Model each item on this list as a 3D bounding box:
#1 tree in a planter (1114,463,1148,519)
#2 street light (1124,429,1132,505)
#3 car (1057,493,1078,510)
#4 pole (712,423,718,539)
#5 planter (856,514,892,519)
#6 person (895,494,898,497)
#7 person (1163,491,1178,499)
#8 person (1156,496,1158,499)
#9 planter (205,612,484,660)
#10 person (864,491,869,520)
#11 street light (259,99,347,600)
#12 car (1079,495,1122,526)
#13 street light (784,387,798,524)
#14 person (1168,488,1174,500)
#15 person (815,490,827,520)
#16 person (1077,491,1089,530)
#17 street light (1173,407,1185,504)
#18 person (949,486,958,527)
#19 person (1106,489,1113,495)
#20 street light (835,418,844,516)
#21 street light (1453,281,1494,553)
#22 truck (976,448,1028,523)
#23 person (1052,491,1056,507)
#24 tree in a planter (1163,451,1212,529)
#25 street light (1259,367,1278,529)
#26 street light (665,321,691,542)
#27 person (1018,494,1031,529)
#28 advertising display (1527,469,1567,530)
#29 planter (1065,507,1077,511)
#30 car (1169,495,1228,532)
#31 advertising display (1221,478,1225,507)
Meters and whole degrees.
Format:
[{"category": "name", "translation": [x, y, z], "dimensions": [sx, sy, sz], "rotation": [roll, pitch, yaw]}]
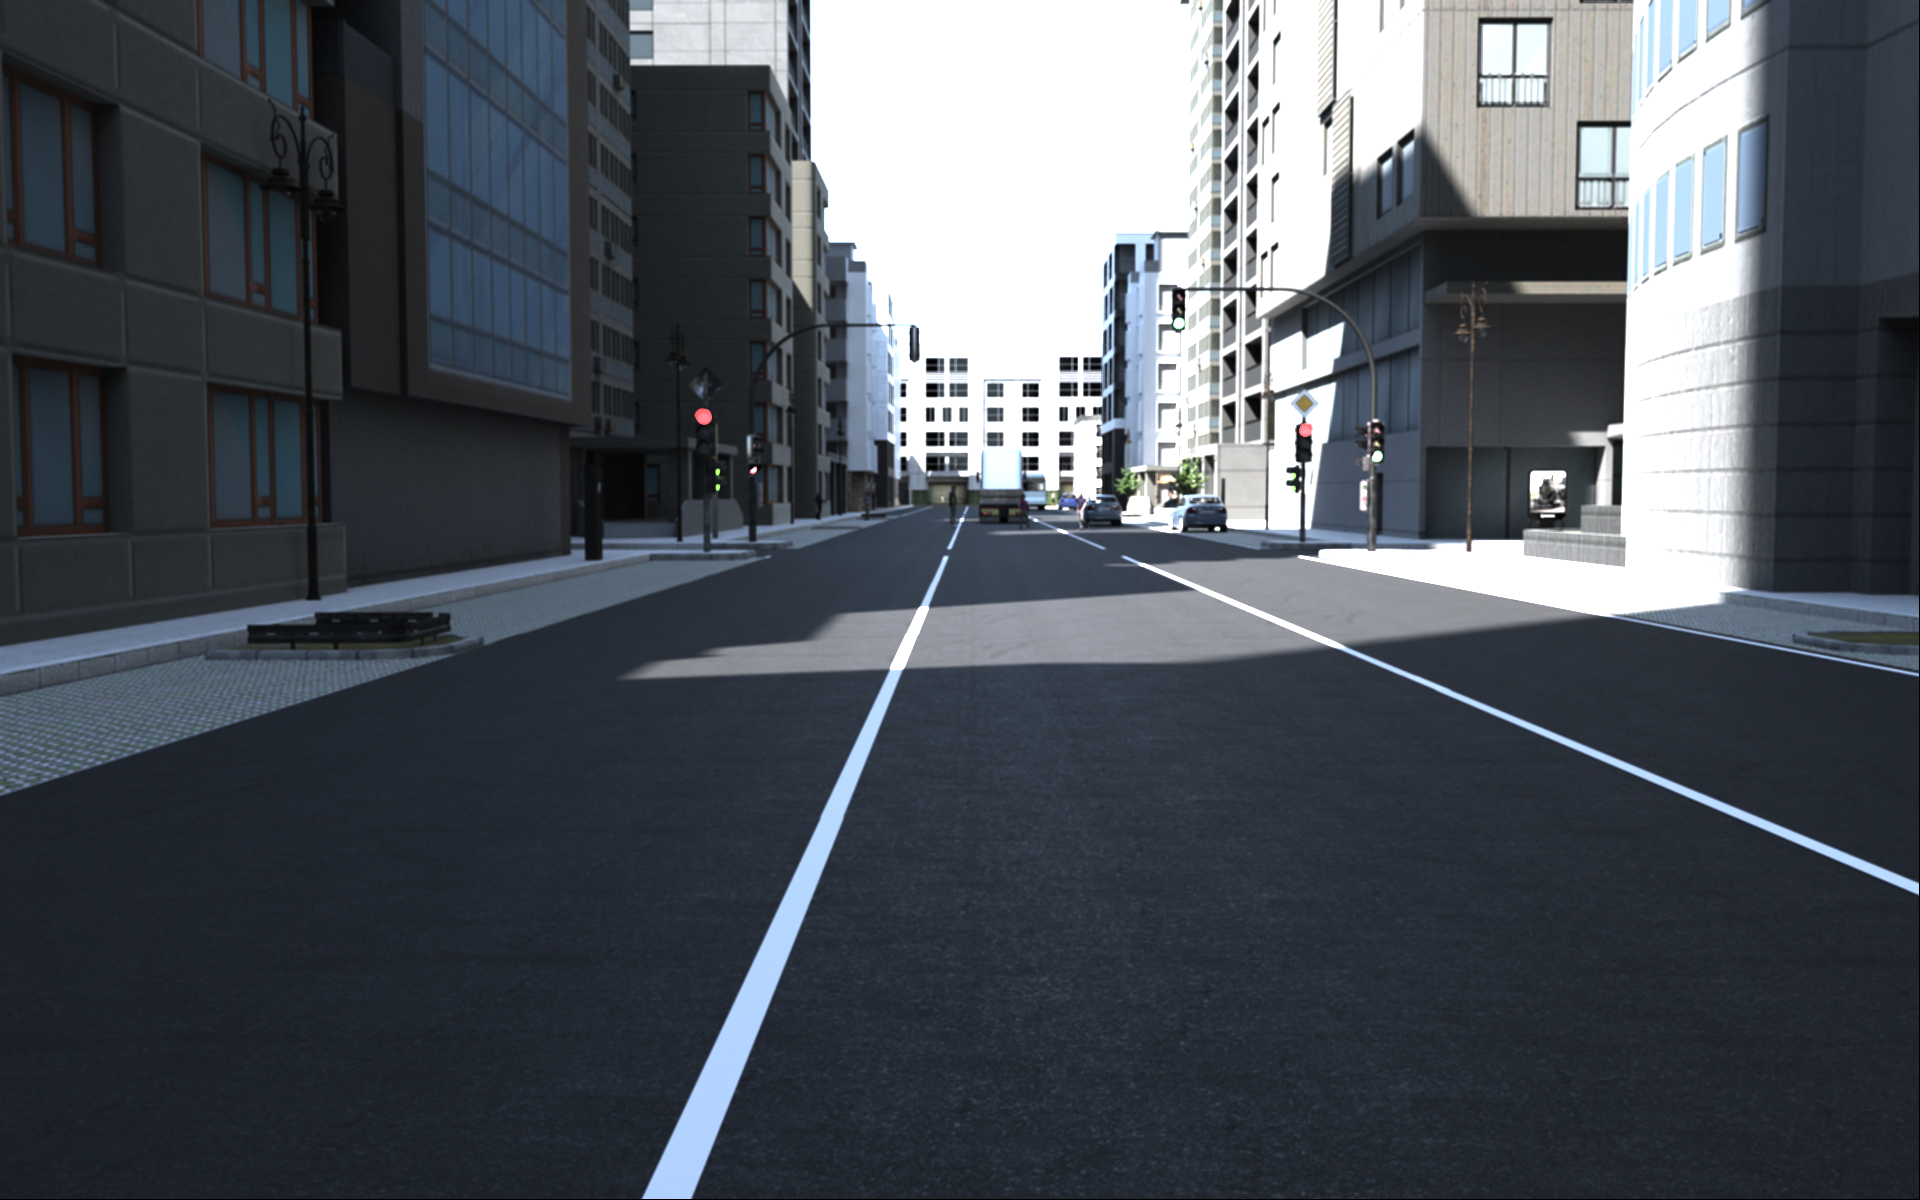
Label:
[{"category": "tree in a planter", "translation": [9.576, -6.164, 98.004], "dimensions": [1.991, 3.239, 1.994], "rotation": [0, 4, 0]}, {"category": "street light", "translation": [11.701, -9.042, 120.630], "dimensions": [0.468, 5.910, 1.993], "rotation": [0, 4, 0]}, {"category": "car", "translation": [9.802, -9.006, 156.838], "dimensions": [1.945, 1.707, 3.694], "rotation": [0, 4, -1]}, {"category": "pole", "translation": [-7.070, -3.431, 49.947], "dimensions": [0.158, 3.312, 0.155], "rotation": [0, 3, 0]}, {"category": "planter", "translation": [-4.860, -4.713, 98.205], "dimensions": [1.991, 0.319, 1.994], "rotation": [0, 4, 0]}, {"category": "person", "translation": [-7.075, -10.680, 181.379], "dimensions": [1.217, 1.735, 0.721], "rotation": [-1, 4, -17]}, {"category": "person", "translation": [15.112, -7.178, 124.125], "dimensions": [1.217, 1.735, 0.721], "rotation": [-1, 4, -14]}, {"category": "person", "translation": [13.711, -7.192, 123.649], "dimensions": [0.705, 1.821, 1.348], "rotation": [3, 5, 41]}, {"category": "planter", "translation": [-5.481, 0.325, 15.819], "dimensions": [1.991, 0.319, 1.994], "rotation": [0, 4, 0]}, {"category": "person", "translation": [-5.121, -5.147, 94.724], "dimensions": [0.319, 1.574, 0.516], "rotation": [-1, 4, -13]}, {"category": "street light", "translation": [-7.841, -2.938, 20.829], "dimensions": [0.468, 5.910, 1.993], "rotation": [0, 4, 0]}, {"category": "car", "translation": [6.432, -4.122, 79.401], "dimensions": [2.014, 1.417, 4.499], "rotation": [0, 3, 0]}, {"category": "street light", "translation": [-7.285, -6.253, 75.026], "dimensions": [0.468, 5.910, 1.993], "rotation": [0, 4, 0]}, {"category": "person", "translation": [14.970, -7.096, 122.778], "dimensions": [0.721, 1.735, 1.217], "rotation": [-1, 4, -8]}, {"category": "person", "translation": [-7.003, -4.793, 87.098], "dimensions": [0.600, 1.496, 0.574], "rotation": [0, 4, -2]}, {"category": "person", "translation": [4.860, -3.520, 68.254], "dimensions": [0.471, 1.553, 0.569], "rotation": [0, 4, -4]}, {"category": "street light", "translation": [11.580, -7.271, 91.665], "dimensions": [0.468, 5.910, 1.993], "rotation": [0, 4, 0]}, {"category": "person", "translation": [-0.263, -4.152, 76.510], "dimensions": [0.434, 1.807, 0.598], "rotation": [0, 4, -1]}, {"category": "person", "translation": [11.580, -7.757, 134.335], "dimensions": [0.593, 1.643, 0.415], "rotation": [-1, 4, -13]}, {"category": "street light", "translation": [-7.150, -7.992, 103.461], "dimensions": [0.468, 5.910, 1.993], "rotation": [0, 4, 0]}, {"category": "street light", "translation": [11.147, -3.974, 37.759], "dimensions": [0.468, 5.910, 1.993], "rotation": [0, 4, 0]}, {"category": "truck", "translation": [2.307, -6.389, 94.219], "dimensions": [2.967, 4.110, 18.799], "rotation": [0, 4, 1]}, {"category": "person", "translation": [10.371, -11.108, 190.901], "dimensions": [0.721, 1.735, 1.217], "rotation": [1, 4, 20]}, {"category": "tree in a planter", "translation": [9.371, -4.516, 71.062], "dimensions": [1.991, 3.239, 1.994], "rotation": [0, 4, 0]}, {"category": "street light", "translation": [11.240, -5.532, 63.231], "dimensions": [0.468, 5.910, 1.993], "rotation": [0, 4, 0]}, {"category": "street light", "translation": [-7.565, -4.513, 46.577], "dimensions": [0.468, 5.910, 1.993], "rotation": [0, 4, 0]}, {"category": "person", "translation": [2.694, -3.590, 70.432], "dimensions": [0.726, 1.435, 0.776], "rotation": [-3, 4, -38]}, {"category": "advertising display", "translation": [15.307, -2.444, 45.175], "dimensions": [0.974, 1.923, 0.123], "rotation": [0, 4, 2]}, {"category": "planter", "translation": [9.959, -7.769, 148.159], "dimensions": [1.991, 0.319, 1.994], "rotation": [0, 4, 0]}, {"category": "car", "translation": [9.120, -3.315, 66.208], "dimensions": [2.014, 1.417, 4.499], "rotation": [0, 4, -1]}, {"category": "advertising display", "translation": [10.776, -4.023, 70.992], "dimensions": [0.123, 1.923, 0.974], "rotation": [0, 4, 7]}]
